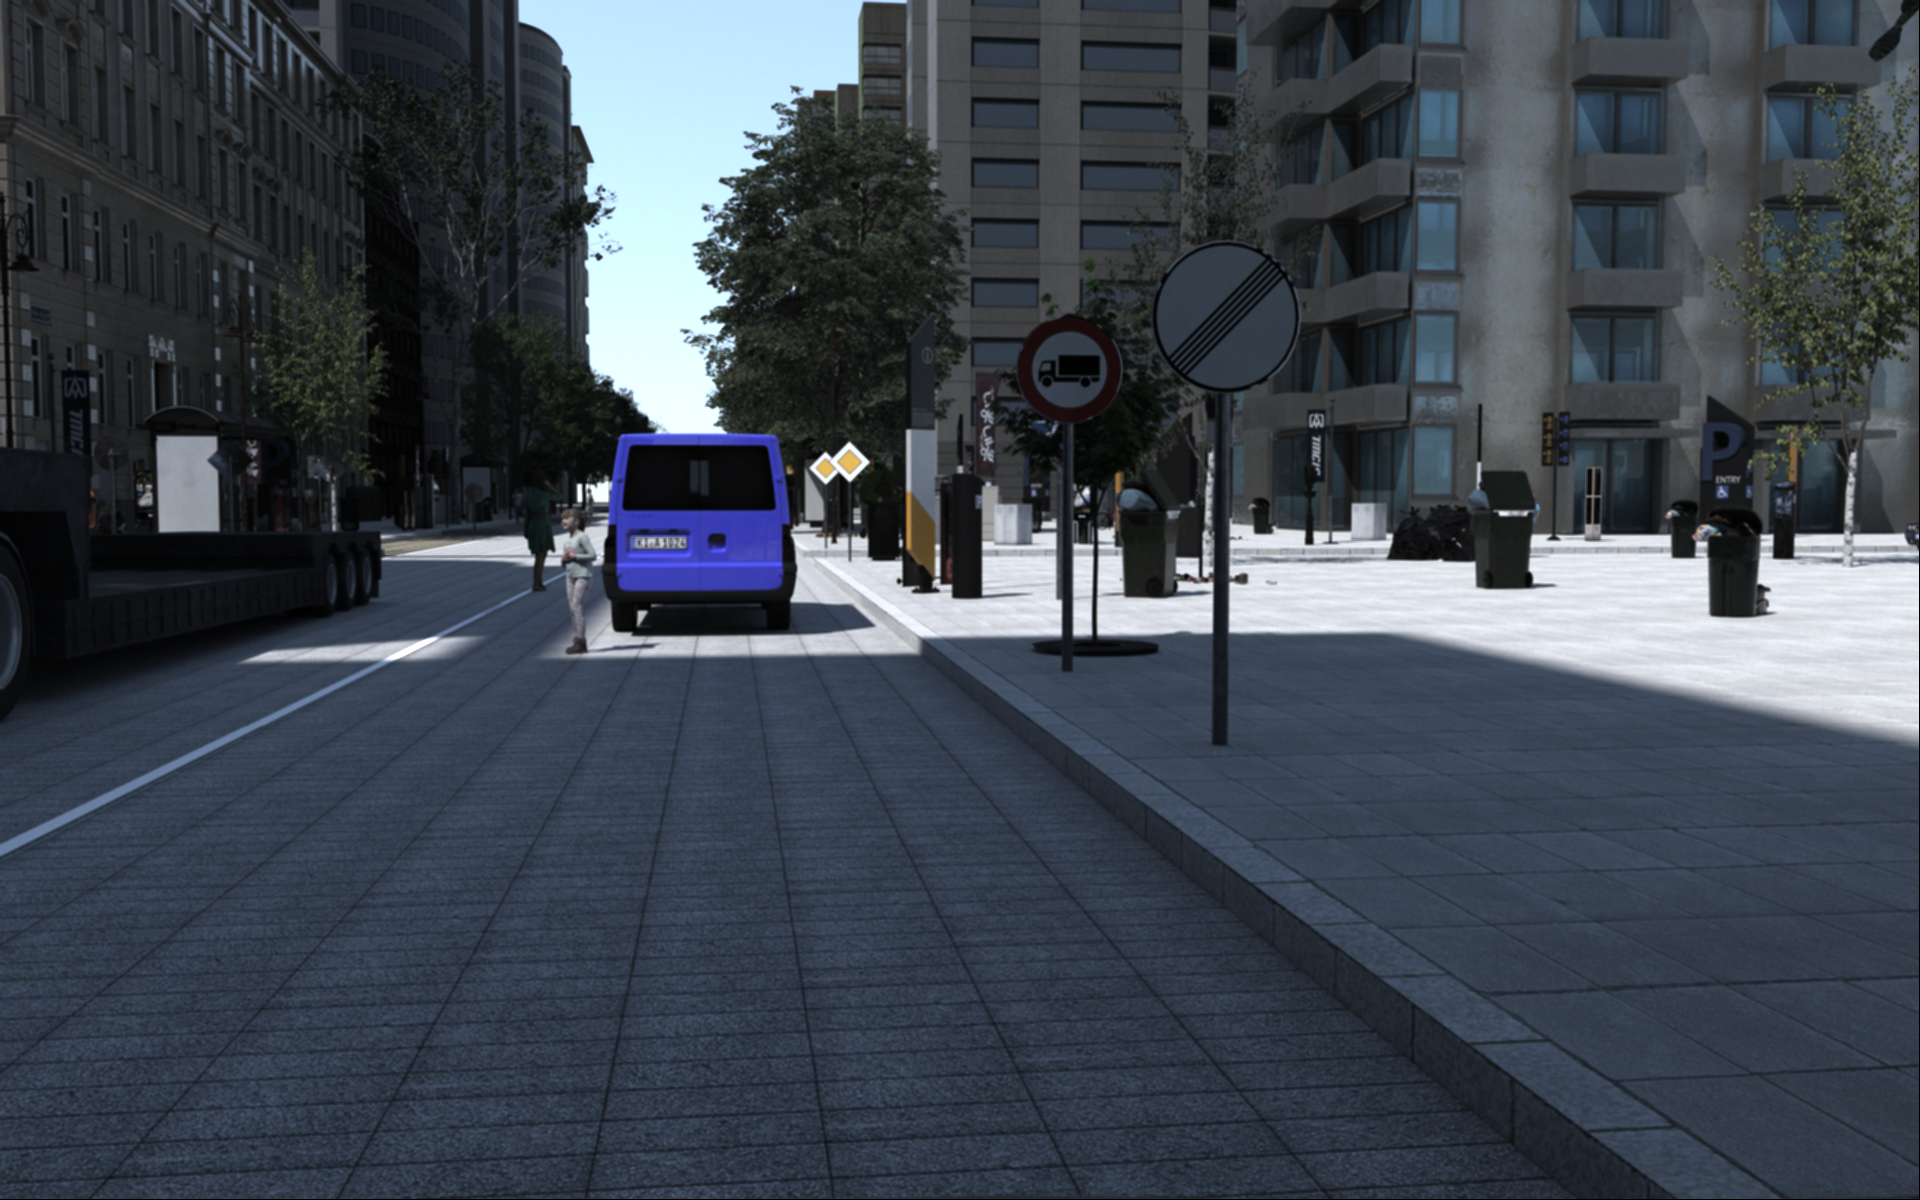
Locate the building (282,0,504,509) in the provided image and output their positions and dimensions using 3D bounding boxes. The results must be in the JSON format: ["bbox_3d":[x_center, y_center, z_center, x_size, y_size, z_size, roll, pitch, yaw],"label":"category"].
[{"bbox_3d":[-50.958,-37.333,152.388,21.231,58.520,28.212,0,4,-8],"label":"building"}]

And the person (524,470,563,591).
[{"bbox_3d":[-6.255,-1.037,25.704,0.600,1.795,0.529,1,4,16],"label":"person"}]

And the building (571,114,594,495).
[{"bbox_3d":[-66.263,-39.917,241.873,28.713,52.752,27.495,0,4,-8],"label":"building"}]

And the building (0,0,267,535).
[{"bbox_3d":[-32.177,-15.853,56.466,12.463,27.353,25.104,0,4,-8],"label":"building"}]

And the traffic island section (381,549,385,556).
[{"bbox_3d":[-14.275,-1.042,39.311,2.009,0.180,2.903,0,4,-8],"label":"traffic island section"}]

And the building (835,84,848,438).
[{"bbox_3d":[-5.809,-30.178,177.003,14.154,41.232,14.086,0,4,-8],"label":"building"}]

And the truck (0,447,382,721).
[{"bbox_3d":[-7.566,-1.452,13.496,2.967,4.110,18.799,0,4,-8],"label":"truck"}]

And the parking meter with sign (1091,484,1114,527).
[{"bbox_3d":[5.594,-4.321,66.906,0.543,3.016,1.738,-3,4,-38],"label":"parking meter with sign"}]

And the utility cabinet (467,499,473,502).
[{"bbox_3d":[-23.430,-4.395,83.020,0.306,1.237,1.020,-1,4,-12],"label":"utility cabinet"}]

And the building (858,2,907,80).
[{"bbox_3d":[-1.803,-28.468,149.053,14.154,41.232,14.086,0,4,-8],"label":"building"}]

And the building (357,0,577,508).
[{"bbox_3d":[-59.789,-41.132,214.514,21.231,58.520,28.212,0,4,-8],"label":"building"}]

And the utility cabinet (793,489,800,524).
[{"bbox_3d":[-7.073,-3.925,72.859,0.318,1.500,1.173,1,4,14],"label":"utility cabinet"}]

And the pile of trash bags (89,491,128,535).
[{"bbox_3d":[-20.953,-1.942,41.509,1.912,1.369,3.447,-2,4,-26],"label":"pile of trash bags"}]

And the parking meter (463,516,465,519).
[{"bbox_3d":[-25.891,-4.984,89.903,0.372,1.533,0.369,0,3,0],"label":"parking meter"}]

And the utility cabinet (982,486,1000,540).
[{"bbox_3d":[0.480,-2.362,47.289,1.173,1.500,0.318,1,4,9],"label":"utility cabinet"}]

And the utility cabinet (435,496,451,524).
[{"bbox_3d":[-21.953,-3.849,74.090,1.020,1.237,0.306,-2,4,-24],"label":"utility cabinet"}]

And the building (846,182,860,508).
[{"bbox_3d":[-3.791,-23.952,163.311,14.160,30.474,14.107,0,4,-8],"label":"building"}]

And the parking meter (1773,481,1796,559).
[{"bbox_3d":[16.296,-1.579,34.235,0.372,1.533,0.369,0,3,0],"label":"parking meter"}]

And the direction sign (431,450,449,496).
[{"bbox_3d":[-26.794,-5.954,89.345,0.876,3.537,0.379,-2,4,-26],"label":"direction sign"}]

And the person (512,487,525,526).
[{"bbox_3d":[-19.846,-4.226,78.189,0.643,1.750,0.593,2,4,26],"label":"person"}]

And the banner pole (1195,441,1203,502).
[{"bbox_3d":[11.243,-5.651,82.407,0.863,3.779,0.401,0,4,-7],"label":"banner pole"}]

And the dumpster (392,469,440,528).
[{"bbox_3d":[-20.705,-3.879,65.917,1.502,2.255,1.985,0,4,-8],"label":"dumpster"}]

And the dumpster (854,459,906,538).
[{"bbox_3d":[-2.210,-2.875,49.499,1.502,2.255,1.985,0,4,-8],"label":"dumpster"}]

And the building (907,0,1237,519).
[{"bbox_3d":[7.378,-34.235,101.736,21.231,58.520,28.212,0,4,-8],"label":"building"}]

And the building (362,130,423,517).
[{"bbox_3d":[-39.510,-16.658,102.044,12.332,23.373,15.834,0,4,-8],"label":"building"}]

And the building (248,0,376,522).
[{"bbox_3d":[-36.288,-17.386,81.523,12.463,27.353,25.104,0,4,-8],"label":"building"}]

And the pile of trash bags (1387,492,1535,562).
[{"bbox_3d":[10.166,-1.495,34.192,3.447,1.369,1.912,-2,4,-35],"label":"pile of trash bags"}]

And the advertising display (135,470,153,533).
[{"bbox_3d":[-21.590,-2.524,46.483,0.974,1.923,0.123,-1,4,-13],"label":"advertising display"}]

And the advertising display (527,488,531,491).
[{"bbox_3d":[-26.729,-6.345,108.957,0.974,1.923,0.123,-3,5,-41],"label":"advertising display"}]

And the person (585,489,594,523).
[{"bbox_3d":[-18.299,-4.649,85.508,0.522,1.701,0.512,0,4,3],"label":"person"}]

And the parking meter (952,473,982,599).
[{"bbox_3d":[0.087,-0.790,21.328,0.372,1.533,0.369,0,3,0],"label":"parking meter"}]

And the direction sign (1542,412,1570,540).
[{"bbox_3d":[16.484,-3.424,47.979,0.379,3.537,0.876,-2,4,-34],"label":"direction sign"}]

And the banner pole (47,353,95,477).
[{"bbox_3d":[-15.853,-2.494,30.788,0.863,3.779,0.401,-1,4,-10],"label":"banner pole"}]

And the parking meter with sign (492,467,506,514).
[{"bbox_3d":[-30.236,-7.075,111.936,1.738,3.016,0.543,0,4,5],"label":"parking meter with sign"}]

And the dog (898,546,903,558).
[{"bbox_3d":[-1.377,-1.012,35.840,0.540,0.507,0.406,-1,4,-12],"label":"dog"}]

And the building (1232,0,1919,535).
[{"bbox_3d":[25.483,-27.178,63.968,30.456,49.044,23.786,0,4,-8],"label":"building"}]

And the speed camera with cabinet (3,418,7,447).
[{"bbox_3d":[-25.520,-3.093,44.911,2.038,3.252,0.660,0,4,-7],"label":"speed camera with cabinet"}]

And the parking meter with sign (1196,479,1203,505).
[{"bbox_3d":[12.027,-5.626,88.242,1.738,3.016,0.543,0,4,8],"label":"parking meter with sign"}]

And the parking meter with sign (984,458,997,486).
[{"bbox_3d":[1.376,-5.261,82.278,0.543,3.016,1.738,1,4,10],"label":"parking meter with sign"}]

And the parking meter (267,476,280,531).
[{"bbox_3d":[-22.853,-3.180,57.701,0.255,1.863,0.399,1,4,11],"label":"parking meter"}]

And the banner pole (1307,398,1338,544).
[{"bbox_3d":[9.424,-3.366,45.054,0.863,3.779,0.401,1,4,14],"label":"banner pole"}]

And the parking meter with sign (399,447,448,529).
[{"bbox_3d":[-19.999,-4.179,64.586,1.738,3.016,0.543,-1,4,-9],"label":"parking meter with sign"}]

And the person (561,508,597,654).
[{"bbox_3d":[-3.467,-0.175,15.641,0.425,1.301,0.394,2,4,25],"label":"person"}]

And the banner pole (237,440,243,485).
[{"bbox_3d":[-22.935,-3.998,55.387,0.863,3.779,0.401,3,5,40],"label":"banner pole"}]

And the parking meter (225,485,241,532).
[{"bbox_3d":[-19.548,-2.336,46.603,0.372,1.533,0.369,0,3,0],"label":"parking meter"}]

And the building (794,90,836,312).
[{"bbox_3d":[-14.174,-43.940,260.420,21.231,58.520,28.212,0,4,-8],"label":"building"}]

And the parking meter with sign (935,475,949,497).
[{"bbox_3d":[-0.817,-4.483,69.566,1.738,3.016,0.543,3,5,44],"label":"parking meter with sign"}]

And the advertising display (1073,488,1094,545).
[{"bbox_3d":[3.162,-2.395,44.376,0.123,1.923,0.974,-2,4,-24],"label":"advertising display"}]

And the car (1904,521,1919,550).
[{"bbox_3d":[24.606,-1.742,41.063,3.894,1.354,1.945,-1,4,-8],"label":"car"}]
